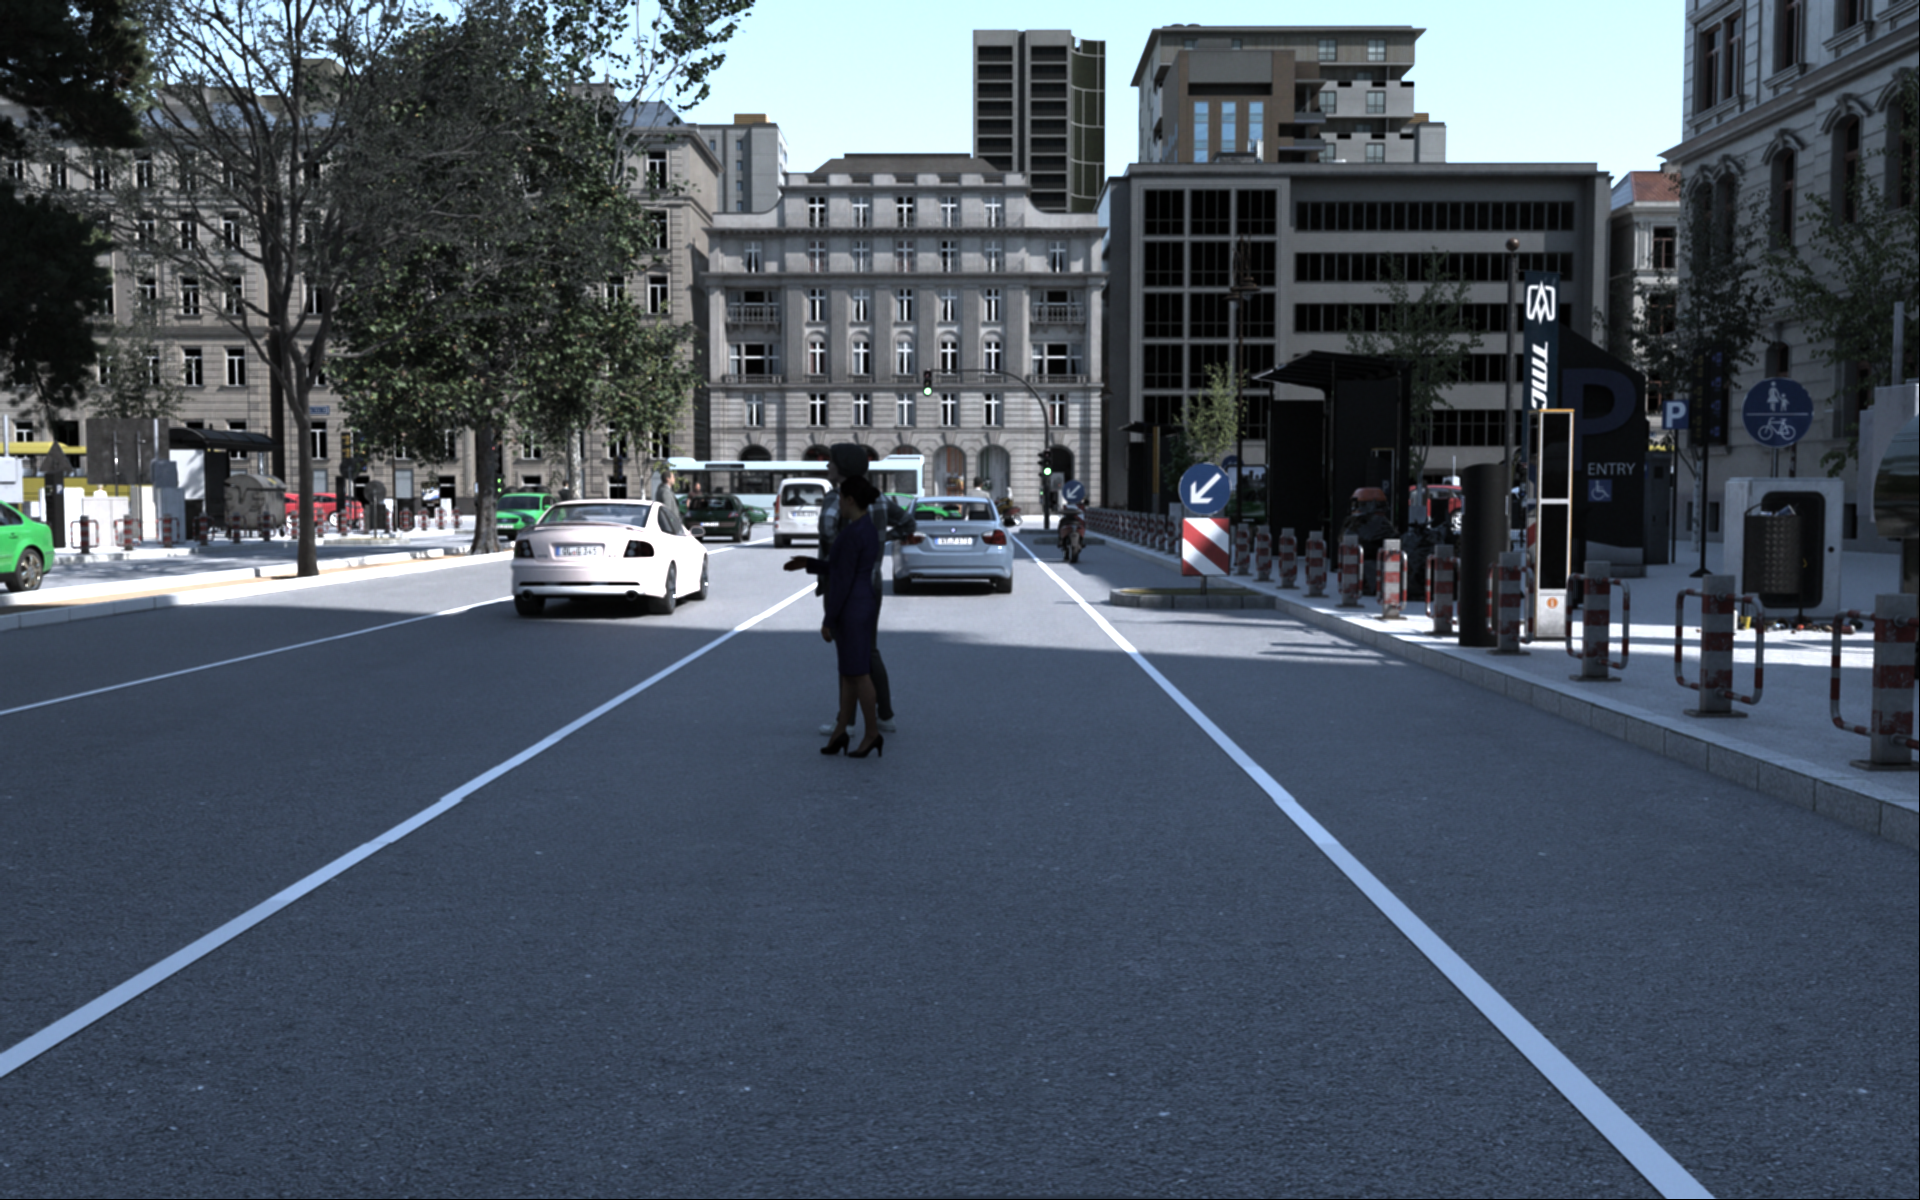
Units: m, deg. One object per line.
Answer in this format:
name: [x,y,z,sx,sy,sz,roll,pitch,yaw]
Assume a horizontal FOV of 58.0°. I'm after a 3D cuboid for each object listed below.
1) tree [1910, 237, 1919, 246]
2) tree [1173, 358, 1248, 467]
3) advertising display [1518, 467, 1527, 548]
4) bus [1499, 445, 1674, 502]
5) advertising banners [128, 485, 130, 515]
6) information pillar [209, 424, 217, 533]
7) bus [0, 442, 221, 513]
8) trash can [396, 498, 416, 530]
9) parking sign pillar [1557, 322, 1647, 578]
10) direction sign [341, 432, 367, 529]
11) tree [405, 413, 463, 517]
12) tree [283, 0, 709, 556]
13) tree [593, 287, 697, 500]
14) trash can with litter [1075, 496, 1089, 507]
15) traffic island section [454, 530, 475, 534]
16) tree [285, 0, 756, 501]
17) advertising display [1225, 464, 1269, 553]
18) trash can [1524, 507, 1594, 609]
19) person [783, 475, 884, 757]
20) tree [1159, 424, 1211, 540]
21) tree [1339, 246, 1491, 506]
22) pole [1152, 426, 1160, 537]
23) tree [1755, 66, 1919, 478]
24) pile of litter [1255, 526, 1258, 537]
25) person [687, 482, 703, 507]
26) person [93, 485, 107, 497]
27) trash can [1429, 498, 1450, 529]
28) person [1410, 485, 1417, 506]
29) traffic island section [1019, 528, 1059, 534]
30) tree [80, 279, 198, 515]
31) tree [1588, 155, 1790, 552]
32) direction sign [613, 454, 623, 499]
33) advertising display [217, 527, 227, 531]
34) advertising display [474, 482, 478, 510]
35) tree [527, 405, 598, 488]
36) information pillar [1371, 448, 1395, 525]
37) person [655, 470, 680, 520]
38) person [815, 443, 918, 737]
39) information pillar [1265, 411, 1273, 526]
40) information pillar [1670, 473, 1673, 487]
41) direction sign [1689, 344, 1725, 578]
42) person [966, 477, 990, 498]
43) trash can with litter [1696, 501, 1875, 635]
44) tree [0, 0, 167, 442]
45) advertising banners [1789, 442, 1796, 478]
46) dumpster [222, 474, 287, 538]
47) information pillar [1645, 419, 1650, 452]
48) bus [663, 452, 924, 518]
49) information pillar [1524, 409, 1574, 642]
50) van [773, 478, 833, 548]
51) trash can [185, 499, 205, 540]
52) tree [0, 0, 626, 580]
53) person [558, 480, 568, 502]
tree: [14.685,-4.373,21.866,4.360,8.622,3.978,0,3,0]
tree: [13.855,-8.790,94.077,4.737,8.622,4.395,0,3,0]
advertising display: [13.658,-2.196,41.115,0.123,1.923,0.974,-2,4,-26]
bus: [30.306,-5.207,76.675,12.252,3.916,2.896,0,3,0]
advertising banners: [-25.225,-3.510,53.581,0.090,3.025,2.074,3,4,36]
information pillar: [-24.939,-4.064,57.807,0.183,3.616,0.504,-1,4,-18]
bus: [-41.480,-5.545,82.200,12.252,3.916,2.896,0,4,-1]
trash can: [-19.670,-3.046,61.452,0.748,1.137,0.748,0,3,0]
parking sign pillar: [9.943,-2.351,26.906,1.447,3.967,1.447,1,4,18]
direction sign: [-22.198,-4.374,63.505,0.876,3.537,0.379,-1,4,-10]
tree: [-29.390,-8.898,95.843,4.360,8.622,3.978,0,3,0]
tree: [-10.865,-7.342,39.510,9.611,12.733,9.660,0,3,0]
tree: [-10.990,-6.548,59.881,4.737,8.622,4.395,0,3,0]
trash can with litter: [6.618,-5.130,95.258,0.624,1.170,1.055,-3,4,-39]
traffic island section: [-17.106,-2.515,63.399,2.009,0.180,2.903,0,4,0]
tree: [-12.368,-11.751,50.481,12.611,20.169,13.585,0,3,0]
advertising display: [6.287,-2.005,37.993,0.974,1.923,0.123,2,4,32]
trash can: [6.711,-0.477,19.452,0.748,1.137,0.748,0,3,0]
person: [-0.694,0.087,9.445,0.546,1.535,0.453,0,4,-5]
tree: [6.140,-3.284,48.295,1.663,3.219,1.824,0,3,0]
tree: [13.300,-6.145,50.831,4.737,8.622,4.395,0,3,0]
pole: [5.906,-3.569,52.192,0.158,3.312,0.155,0,3,0]
tree: [16.206,-4.843,29.549,4.737,8.622,4.395,0,3,0]
pile of litter: [9.245,-2.341,52.247,1.719,0.858,1.176,1,4,17]
person: [-8.554,-2.903,56.090,0.598,1.807,0.434,-1,4,-19]
person: [-34.546,-3.749,69.678,0.818,1.842,0.514,3,4,36]
trash can: [16.519,-2.937,59.666,0.748,1.137,0.748,0,3,0]
person: [17.276,-3.467,65.280,0.635,1.810,0.391,2,4,24]
traffic island section: [3.185,-2.508,63.283,2.009,0.180,2.903,0,4,0]
tree: [-28.521,-6.684,59.643,4.360,8.622,3.978,0,3,0]
tree: [16.313,-5.386,38.421,4.360,8.622,3.978,0,3,0]
direction sign: [-19.178,-6.433,97.170,0.379,3.537,0.876,-3,5,-44]
advertising display: [-25.593,-3.360,60.146,0.123,1.923,0.974,0,4,3]
advertising display: [-25.941,-5.433,94.039,0.974,1.923,0.123,2,4,26]
tree: [-21.396,-8.697,92.550,4.360,8.622,3.978,0,3,0]
information pillar: [6.778,-1.427,27.816,0.304,2.012,0.304,0,4,0]
person: [-4.664,-1.179,27.879,0.767,1.812,0.694,-1,4,-23]
person: [-0.616,-0.067,10.311,0.376,1.734,0.841,3,5,42]
information pillar: [8.714,-3.514,48.809,0.183,3.616,0.504,2,4,28]
information pillar: [24.888,-3.415,60.328,0.304,2.012,0.304,-3,4,-38]
direction sign: [11.478,-2.120,26.665,0.379,3.537,0.876,0,4,-5]
person: [0.357,-1.646,35.681,0.678,1.792,0.850,0,4,3]
trash can with litter: [8.064,-0.317,16.237,2.233,1.210,1.678,1,4,18]
tree: [-11.357,-5.687,17.496,6.751,12.117,7.091,0,3,0]
advertising banners: [27.250,-3.806,58.420,2.074,3.025,0.090,0,4,-7]
dumpster: [-20.636,-2.747,50.673,1.264,1.857,1.865,0,4,0]
information pillar: [18.124,-3.359,46.270,0.504,3.616,0.183,3,4,37]
bus: [-8.365,-5.371,82.683,13.247,3.499,2.948,0,4,1]
information pillar: [5.145,-0.651,15.144,0.304,2.012,0.304,0,4,0]
van: [-4.142,-2.465,47.311,2.013,2.044,4.112,0,4,-1]
trash can: [-21.541,-2.256,48.535,0.748,1.137,0.748,0,3,0]
tree: [-10.924,-7.078,28.547,12.009,13.543,11.850,0,3,0]
person: [-13.158,-3.082,58.257,0.648,1.900,0.474,0,4,2]
